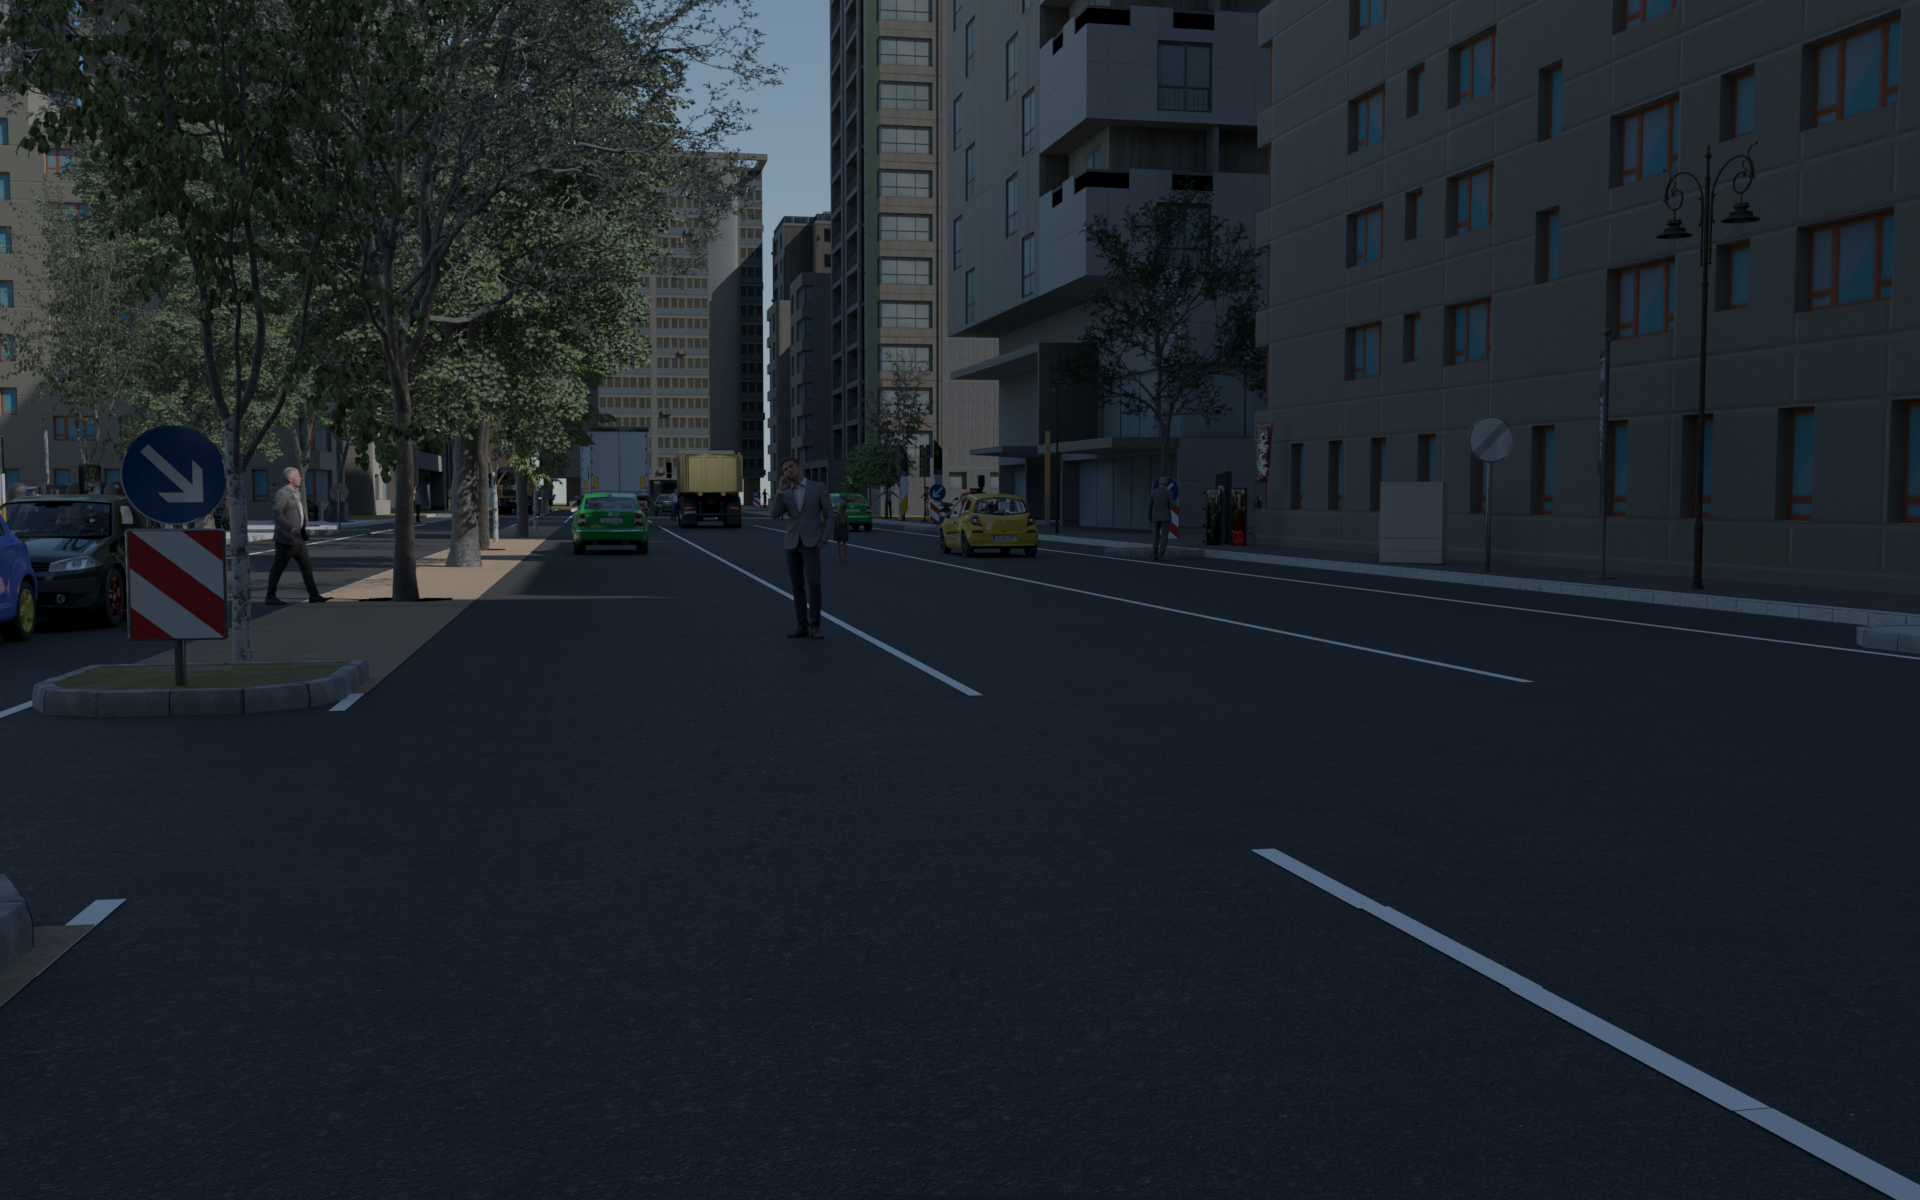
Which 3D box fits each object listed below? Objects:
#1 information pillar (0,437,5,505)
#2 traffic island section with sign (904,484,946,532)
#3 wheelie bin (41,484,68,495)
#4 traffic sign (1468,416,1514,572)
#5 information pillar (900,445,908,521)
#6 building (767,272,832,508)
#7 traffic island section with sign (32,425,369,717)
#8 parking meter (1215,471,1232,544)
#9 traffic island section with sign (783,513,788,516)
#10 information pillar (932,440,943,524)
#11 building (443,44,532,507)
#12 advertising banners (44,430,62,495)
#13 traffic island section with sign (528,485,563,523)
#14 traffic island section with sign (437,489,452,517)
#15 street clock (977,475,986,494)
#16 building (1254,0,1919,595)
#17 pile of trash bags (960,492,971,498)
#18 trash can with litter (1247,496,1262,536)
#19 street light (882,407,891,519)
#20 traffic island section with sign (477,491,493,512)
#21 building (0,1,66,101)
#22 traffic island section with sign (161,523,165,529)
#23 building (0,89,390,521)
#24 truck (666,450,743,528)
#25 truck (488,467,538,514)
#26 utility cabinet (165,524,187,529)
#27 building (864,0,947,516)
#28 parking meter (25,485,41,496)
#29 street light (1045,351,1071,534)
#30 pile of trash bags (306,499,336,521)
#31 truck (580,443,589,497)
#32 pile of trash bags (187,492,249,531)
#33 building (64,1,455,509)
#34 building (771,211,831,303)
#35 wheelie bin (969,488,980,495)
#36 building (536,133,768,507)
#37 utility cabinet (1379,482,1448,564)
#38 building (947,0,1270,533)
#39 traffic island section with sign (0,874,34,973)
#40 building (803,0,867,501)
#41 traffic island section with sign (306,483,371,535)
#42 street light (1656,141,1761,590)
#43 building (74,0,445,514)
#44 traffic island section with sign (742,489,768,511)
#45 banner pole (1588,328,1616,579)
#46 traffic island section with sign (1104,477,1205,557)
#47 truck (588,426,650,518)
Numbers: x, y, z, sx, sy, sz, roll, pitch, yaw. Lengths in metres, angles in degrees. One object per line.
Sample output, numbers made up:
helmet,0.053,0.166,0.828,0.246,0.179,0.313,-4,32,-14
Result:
information pillar,-40.893,-5.035,73.675,0.504,3.616,0.183,3,5,42
traffic island section with sign,-1.109,-3.562,66.863,1.989,1.847,2.006,-1,4,-12
wheelie bin,-29.528,-2.980,56.626,0.980,1.594,0.693,-2,4,-26
traffic sign,8.639,-1.724,28.288,0.768,2.556,0.104,0,4,-6
information pillar,-2.623,-5.527,81.728,0.183,3.616,0.504,-2,4,-33
building,-1.716,-18.779,152.083,27.650,21.520,28.899,-1,4,-12
traffic island section with sign,-5.328,-0.244,12.119,2.006,1.907,1.989,-1,4,-12
parking meter,6.734,-2.359,44.286,0.255,1.863,0.399,-3,5,-44
traffic island section with sign,-11.293,-6.554,115.779,1.989,1.847,2.006,-1,4,-12
information pillar,-0.959,-5.090,74.569,0.504,3.616,0.183,-3,5,-44
building,-50.585,-31.993,173.188,14.200,45.320,14.600,-1,4,-12
advertising banners,-24.498,-3.094,46.782,0.090,3.025,2.074,-3,4,-36
traffic island section with sign,-20.686,-4.743,85.677,2.006,1.907,1.989,-1,4,-12
traffic island section with sign,-32.354,-6.249,110.795,1.989,1.847,2.006,-1,4,-12
street clock,0.809,-3.730,65.553,0.358,2.002,0.471,0,4,7
building,24.484,-11.505,33.147,28.899,21.520,27.650,-1,4,-12
pile of trash bags,1.651,-4.789,88.054,3.447,1.369,1.912,-1,4,-19
trash can with litter,9.246,-2.582,53.267,1.678,1.210,2.233,0,4,6
street light,-3.751,-7.113,89.080,0.468,5.910,1.993,-1,4,-12
traffic island section with sign,-37.849,-7.863,137.186,1.989,1.847,2.006,-1,4,-12
building,-86.655,-38.335,168.773,28.212,58.520,21.231,-1,4,-12
traffic island section with sign,-16.593,-1.629,35.260,1.989,1.847,2.006,-1,4,-12
building,-47.685,-15.301,95.219,27.650,21.520,28.899,-1,4,-12
truck,-11.091,-4.903,76.082,3.469,3.379,9.791,-1,4,-10
truck,-32.329,-7.974,126.305,3.469,3.379,9.791,-1,4,-11
utility cabinet,-20.542,-2.233,45.183,0.318,1.500,1.173,0,4,-5
building,0.821,-25.991,108.542,14.154,41.232,14.086,-1,4,-12
parking meter,-25.356,-2.386,47.424,0.372,1.533,0.369,0,3,0
street light,3.157,-5.102,56.206,0.468,5.910,1.993,-1,4,-12
pile of trash bags,-30.831,-4.411,81.872,3.447,1.369,1.912,0,4,1
truck,-20.318,-6.739,99.093,2.839,4.237,11.283,-1,4,-11
pile of trash bags,-25.714,-3.088,60.236,1.912,1.369,3.447,-3,5,-40
building,-58.867,-50.712,141.814,31.000,86.520,22.319,-1,4,-12
building,-11.895,-24.979,180.115,14.107,30.474,14.160,-1,4,-12
wheelie bin,0.783,-5.029,90.128,0.980,1.594,0.693,3,4,36
building,-33.283,-30.209,185.802,23.993,40.220,32.217,-1,4,-12
utility cabinet,8.318,-1.411,31.754,1.173,1.500,0.318,2,4,34
building,15.156,-29.432,70.450,28.713,52.752,27.495,-1,4,-12
traffic island section with sign,-3.824,0.200,4.865,2.006,1.907,1.989,-1,4,-12
building,-0.163,-42.043,125.651,20.563,71.187,20.611,-1,4,-12
traffic island section with sign,-22.121,-3.248,61.740,1.989,1.847,2.006,-1,4,-12
street light,9.933,-3.081,23.158,0.468,5.910,1.993,-1,4,-12
building,-48.237,-30.388,120.551,21.300,48.544,21.600,-1,4,-12
traffic island section with sign,-16.909,-8.196,142.632,1.989,1.847,2.006,-1,4,-12
banner pole,9.779,-2.223,26.366,0.401,3.779,0.863,1,4,11
traffic island section with sign,4.441,-1.939,40.334,1.989,1.847,2.006,-1,4,-12
truck,-15.161,-5.387,76.992,2.839,4.237,11.283,-1,4,-11
